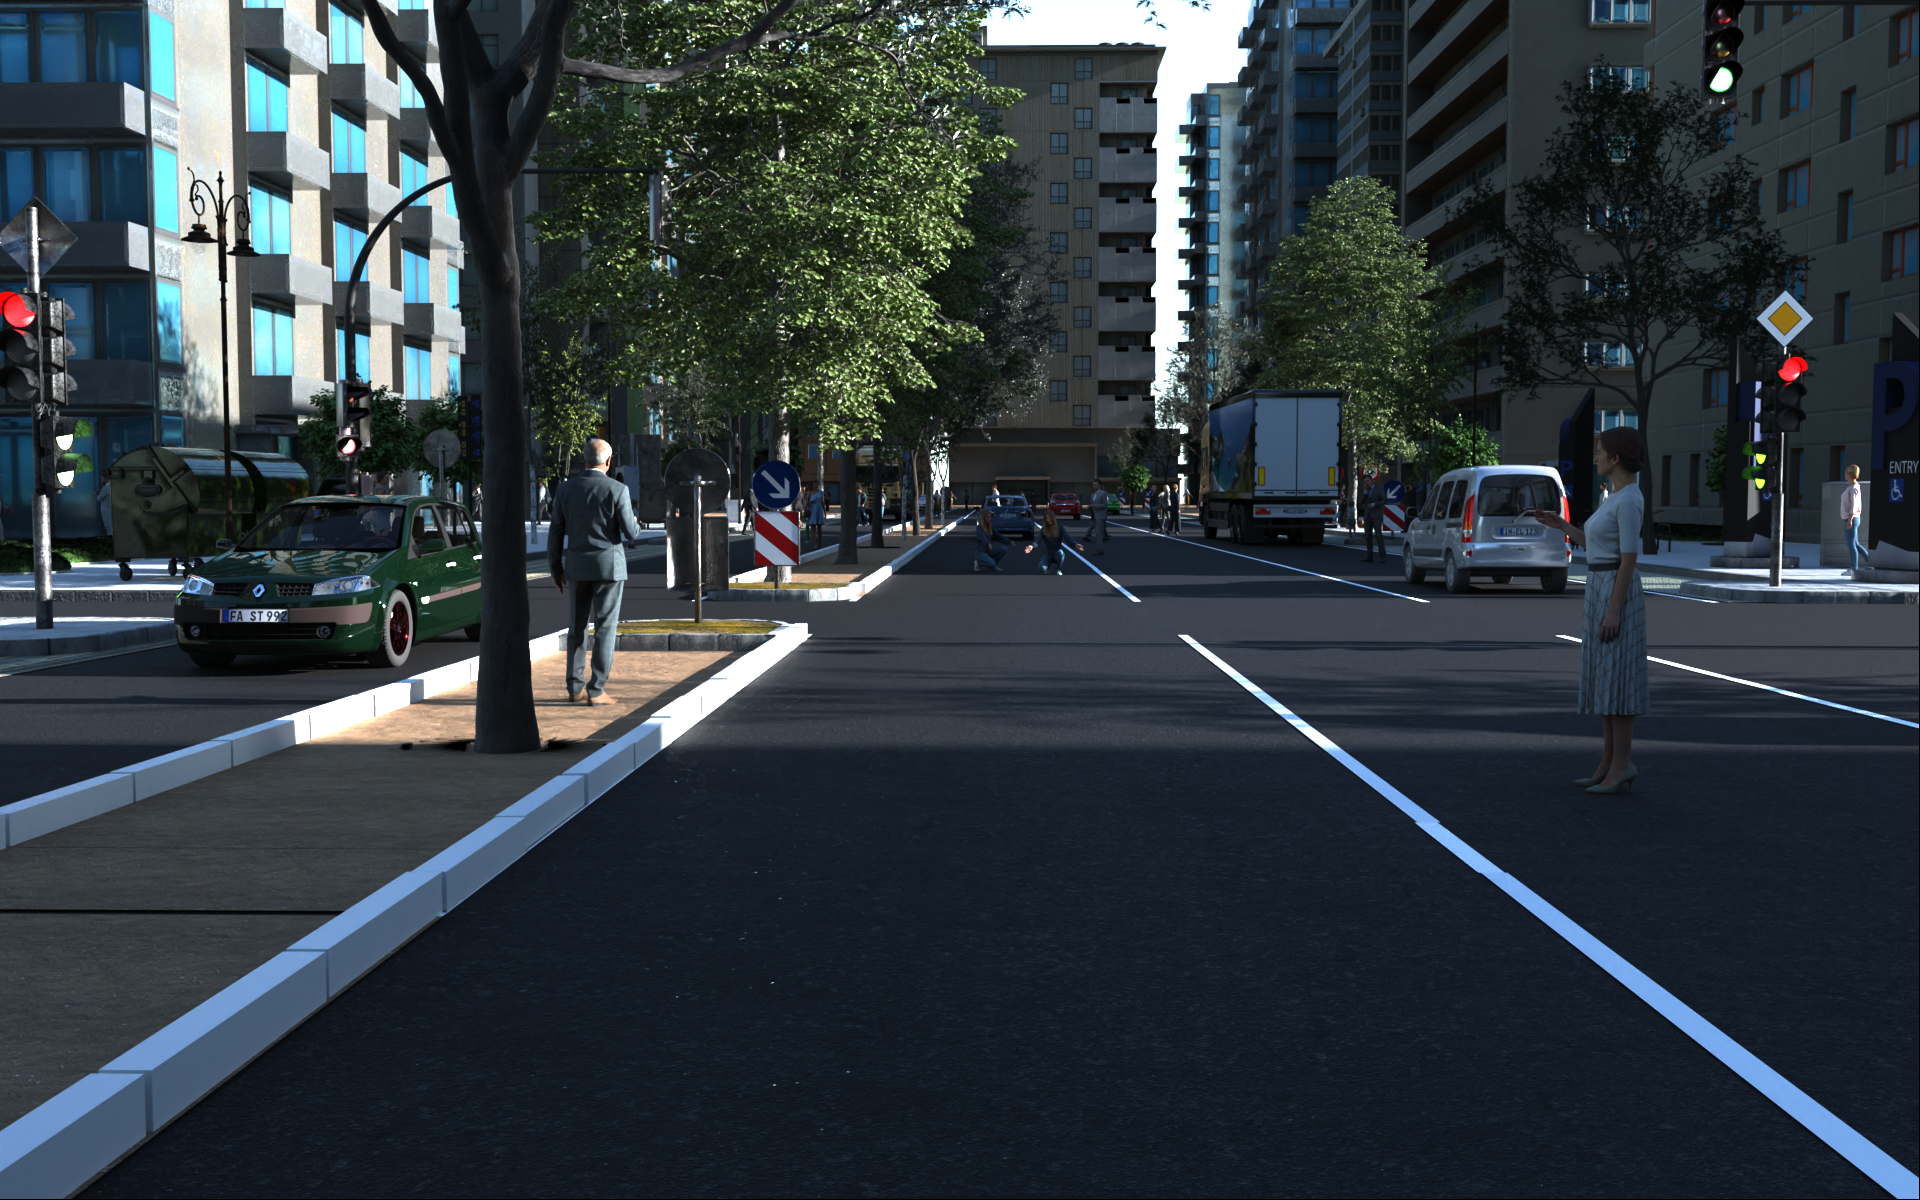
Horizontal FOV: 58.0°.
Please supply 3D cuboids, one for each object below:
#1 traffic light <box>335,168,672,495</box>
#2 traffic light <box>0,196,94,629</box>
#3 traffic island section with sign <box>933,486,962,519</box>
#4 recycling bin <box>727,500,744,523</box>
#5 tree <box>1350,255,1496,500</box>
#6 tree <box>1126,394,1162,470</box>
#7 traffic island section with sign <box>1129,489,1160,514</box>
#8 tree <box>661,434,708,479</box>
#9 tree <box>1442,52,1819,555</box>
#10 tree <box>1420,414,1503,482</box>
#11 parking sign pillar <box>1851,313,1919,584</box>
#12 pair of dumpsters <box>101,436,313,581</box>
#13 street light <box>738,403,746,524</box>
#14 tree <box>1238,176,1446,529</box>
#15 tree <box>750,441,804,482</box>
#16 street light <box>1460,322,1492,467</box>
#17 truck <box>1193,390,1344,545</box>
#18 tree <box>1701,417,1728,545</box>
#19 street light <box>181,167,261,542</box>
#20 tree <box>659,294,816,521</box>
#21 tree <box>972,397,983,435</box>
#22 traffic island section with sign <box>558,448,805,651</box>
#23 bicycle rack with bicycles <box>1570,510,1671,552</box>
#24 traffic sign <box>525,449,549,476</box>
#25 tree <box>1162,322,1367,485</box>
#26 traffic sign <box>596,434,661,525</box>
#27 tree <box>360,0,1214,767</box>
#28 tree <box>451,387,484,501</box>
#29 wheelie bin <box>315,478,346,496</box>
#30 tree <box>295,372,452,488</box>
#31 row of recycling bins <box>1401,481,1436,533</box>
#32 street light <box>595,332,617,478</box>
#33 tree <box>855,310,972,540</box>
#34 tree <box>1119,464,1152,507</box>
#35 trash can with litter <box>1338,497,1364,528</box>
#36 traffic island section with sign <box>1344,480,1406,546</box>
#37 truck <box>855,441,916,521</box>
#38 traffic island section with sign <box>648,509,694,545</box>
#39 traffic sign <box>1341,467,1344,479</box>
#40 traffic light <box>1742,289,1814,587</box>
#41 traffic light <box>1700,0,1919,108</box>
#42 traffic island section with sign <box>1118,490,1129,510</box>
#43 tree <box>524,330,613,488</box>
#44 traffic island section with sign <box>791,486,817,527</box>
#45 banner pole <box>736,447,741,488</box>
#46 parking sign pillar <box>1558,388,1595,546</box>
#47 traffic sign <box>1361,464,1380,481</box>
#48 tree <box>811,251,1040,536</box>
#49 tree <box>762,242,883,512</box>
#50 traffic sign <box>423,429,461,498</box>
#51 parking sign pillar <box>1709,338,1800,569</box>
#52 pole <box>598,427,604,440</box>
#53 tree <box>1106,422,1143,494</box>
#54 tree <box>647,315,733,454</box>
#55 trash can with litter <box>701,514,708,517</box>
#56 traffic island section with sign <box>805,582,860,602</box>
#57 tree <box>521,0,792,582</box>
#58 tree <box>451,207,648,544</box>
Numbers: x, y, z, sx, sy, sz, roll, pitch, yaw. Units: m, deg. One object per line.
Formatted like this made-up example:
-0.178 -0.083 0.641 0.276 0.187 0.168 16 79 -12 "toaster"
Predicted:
-6.446 -3.040 24.367 4.771 5.953 1.251 0 4 1 "traffic light"
-8.710 -1.680 16.393 0.839 4.253 0.868 0 4 1 "traffic light"
-0.860 -5.567 99.159 2.006 1.907 1.989 0 4 1 "traffic island section with sign"
-10.114 -4.004 78.023 0.722 1.027 0.722 0 4 -1 "recycling bin"
14.102 -6.266 52.813 4.737 8.622 4.395 0 3 0 "tree"
17.233 -12.850 144.511 7.601 10.594 8.767 3 5 40 "tree"
13.539 -7.167 125.812 1.989 1.847 2.006 0 4 1 "traffic island section with sign"
-14.571 -6.548 90.772 4.285 4.588 4.351 0 3 0 "tree"
14.426 -6.259 36.740 7.601 10.594 8.767 3 5 41 "tree"
20.404 -5.328 70.826 4.285 4.588 4.351 0 3 0 "tree"
13.821 -2.245 25.170 1.447 3.967 1.447 0 4 -4 "parking sign pillar"
-11.856 -1.529 27.495 1.574 2.255 4.437 0 4 1 "pair of dumpsters"
-9.519 -6.230 74.656 0.468 5.910 1.993 0 4 1 "street light"
13.856 -8.838 62.629 7.486 12.596 7.792 0 3 0 "tree"
-10.038 -6.847 95.666 4.285 4.588 4.351 0 3 0 "tree"
13.856 -4.518 46.659 0.468 5.910 1.993 0 4 1 "street light"
9.030 -3.863 52.073 2.839 4.237 11.283 0 3 0 "truck"
19.146 -2.989 43.466 1.663 3.219 1.824 0 3 0 "tree"
-10.579 -3.190 24.946 0.468 5.910 1.993 0 4 1 "street light"
-10.460 -9.536 81.661 9.928 11.665 9.643 0 3 0 "tree"
-0.803 -7.726 79.139 4.360 8.622 3.978 0 3 0 "tree"
-2.629 -0.520 16.632 2.006 1.907 1.989 0 4 1 "traffic island section with sign"
14.877 -1.580 39.209 2.852 0.926 2.925 1 4 15 "bicycle rack with bicycles"
-12.254 -3.052 49.897 0.884 2.594 0.081 1 4 10 "traffic sign"
15.930 -9.221 85.180 8.767 10.594 7.601 -2 4 -32 "tree"
-11.332 -3.997 59.223 2.265 3.308 0.079 0 4 7 "traffic sign"
-2.496 -5.888 9.100 12.009 13.543 11.850 0 3 0 "tree"
-15.451 -4.238 53.004 4.285 4.588 4.351 0 3 0 "tree"
-12.196 -1.594 33.962 0.693 1.594 0.980 2 4 29 "wheelie bin"
-16.212 -3.861 46.843 4.285 4.588 4.351 0 3 0 "tree"
15.311 -2.994 56.058 1.069 1.692 3.534 -1 4 -10 "row of recycling bins"
-10.058 -4.704 49.704 0.468 5.910 1.993 0 4 1 "street light"
-1.740 -6.159 53.524 4.360 8.622 3.978 0 3 0 "tree"
17.254 -11.408 170.228 4.285 4.588 4.351 0 3 0 "tree"
14.920 -3.328 65.804 1.055 1.170 0.624 1 4 9 "trash can with litter"
11.900 -2.449 48.674 1.989 1.847 2.006 0 4 1 "traffic island section with sign"
-4.019 -6.441 94.220 2.839 4.237 11.283 0 4 3 "truck"
-7.717 -2.486 49.281 1.989 1.847 2.006 0 4 1 "traffic island section with sign"
15.842 -4.476 73.289 0.768 2.556 0.104 1 4 10 "traffic sign"
11.318 -2.144 23.968 0.839 4.253 0.868 0 4 1 "traffic light"
9.054 -2.521 15.888 4.771 5.953 1.251 0 4 1 "traffic light"
14.124 -8.816 152.761 1.989 1.847 2.006 0 4 1 "traffic island section with sign"
-17.850 -7.832 78.415 4.737 8.622 4.395 0 3 0 "tree"
-7.144 -4.135 76.230 1.989 1.847 2.006 0 4 1 "traffic island section with sign"
-11.694 -6.202 91.417 0.401 3.779 0.863 1 4 13 "banner pole"
15.539 -3.378 43.695 1.447 3.967 1.447 3 5 40 "parking sign pillar"
16.555 -4.271 69.935 0.768 2.556 0.104 0 4 6 "traffic sign"
-1.455 -7.502 59.529 8.767 10.594 7.601 0 4 1 "tree"
-7.485 -15.423 108.060 12.611 20.169 13.585 0 3 0 "tree"
-10.145 -2.068 33.919 0.768 2.556 0.104 0 4 6 "traffic sign"
13.974 -2.562 30.355 1.447 3.967 1.447 -3 4 -37 "parking sign pillar"
-10.859 -3.585 52.466 0.158 3.312 0.155 0 3 0 "pole"
17.179 -13.806 176.095 4.360 8.622 3.978 0 3 0 "tree"
-10.321 -7.120 66.768 4.360 8.622 3.978 0 3 0 "tree"
-11.362 -3.989 76.605 1.055 1.170 0.624 2 4 23 "trash can with litter"
-2.461 -0.972 24.037 2.006 1.907 1.989 0 4 1 "traffic island section with sign"
-2.856 -6.475 26.447 7.486 12.596 7.792 0 3 0 "tree"
-10.708 -5.743 44.262 4.360 8.622 3.978 0 3 0 "tree"
